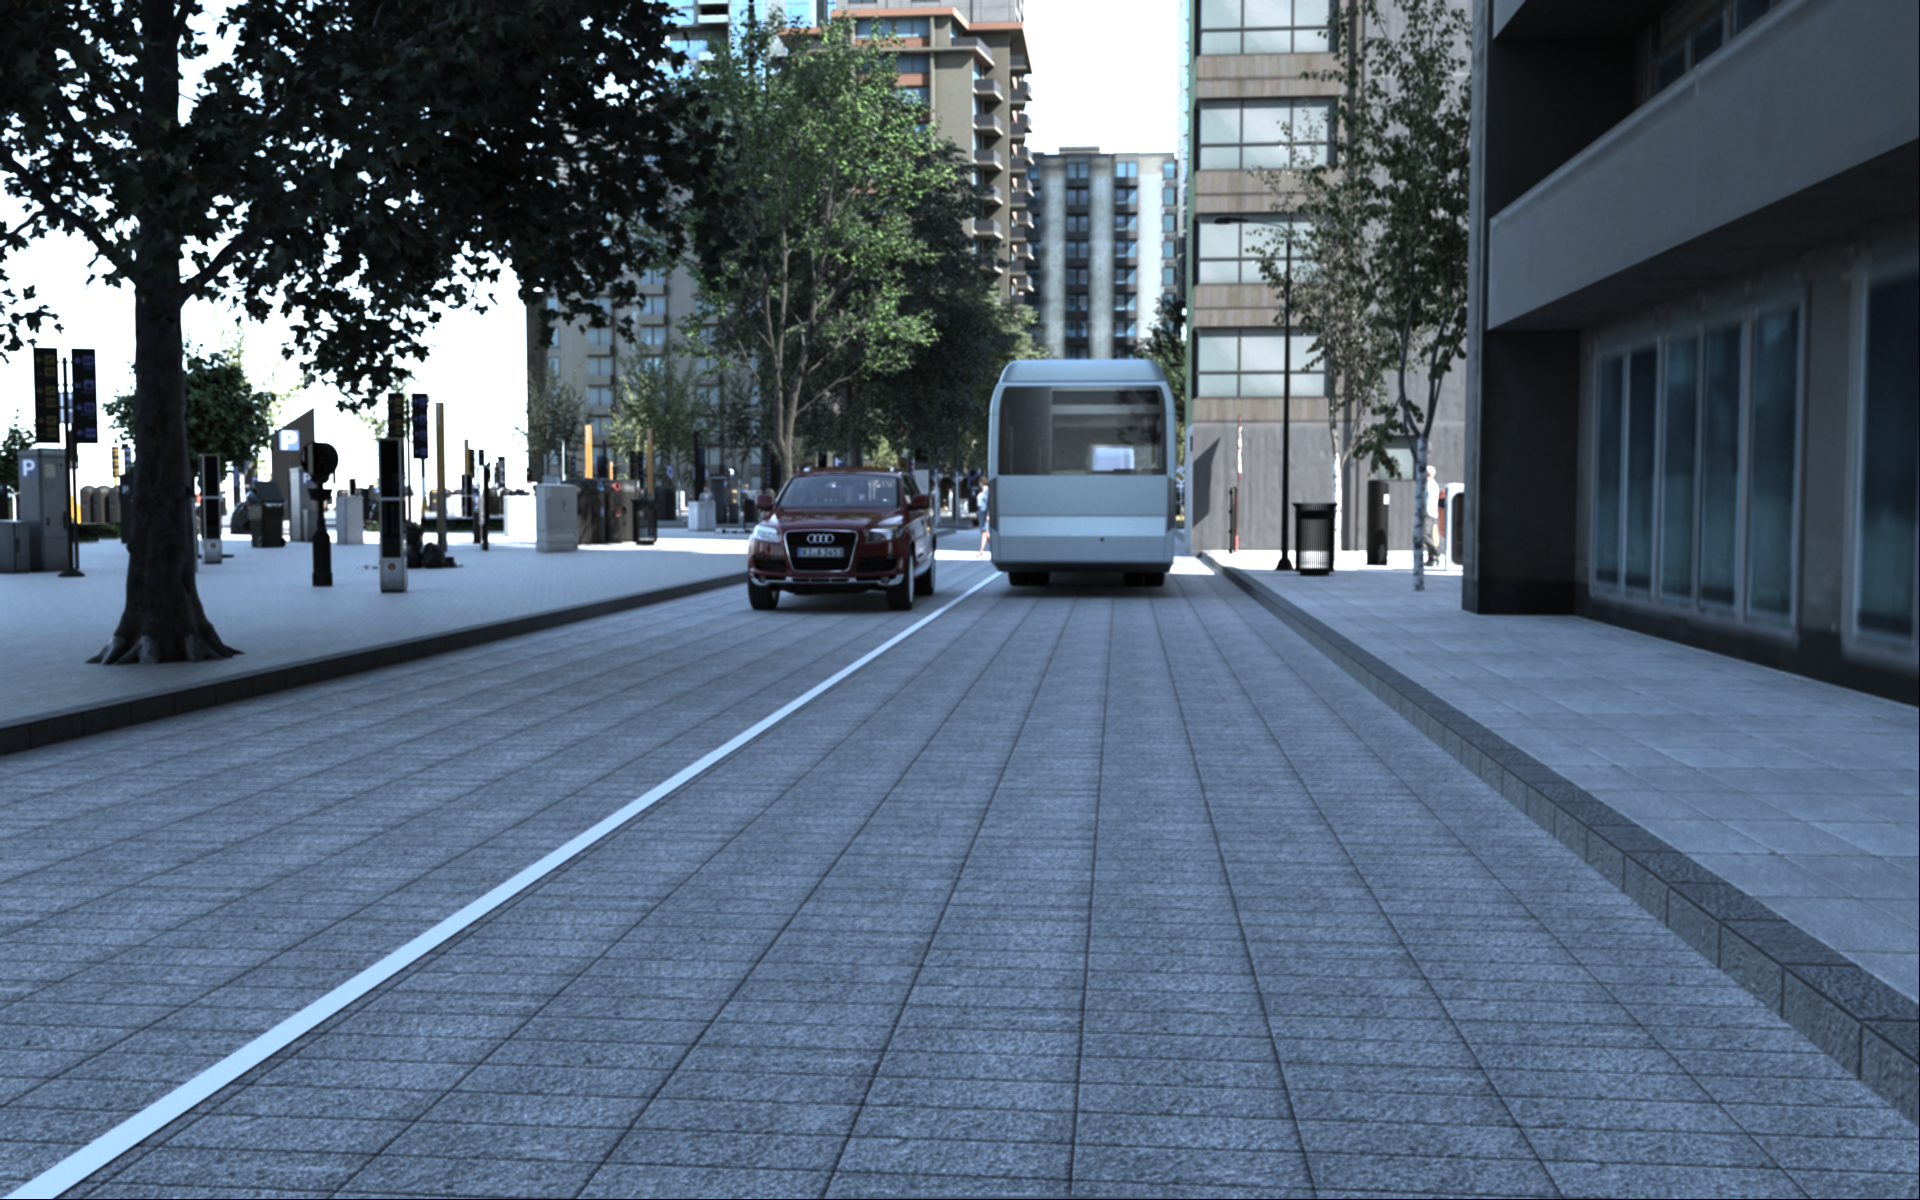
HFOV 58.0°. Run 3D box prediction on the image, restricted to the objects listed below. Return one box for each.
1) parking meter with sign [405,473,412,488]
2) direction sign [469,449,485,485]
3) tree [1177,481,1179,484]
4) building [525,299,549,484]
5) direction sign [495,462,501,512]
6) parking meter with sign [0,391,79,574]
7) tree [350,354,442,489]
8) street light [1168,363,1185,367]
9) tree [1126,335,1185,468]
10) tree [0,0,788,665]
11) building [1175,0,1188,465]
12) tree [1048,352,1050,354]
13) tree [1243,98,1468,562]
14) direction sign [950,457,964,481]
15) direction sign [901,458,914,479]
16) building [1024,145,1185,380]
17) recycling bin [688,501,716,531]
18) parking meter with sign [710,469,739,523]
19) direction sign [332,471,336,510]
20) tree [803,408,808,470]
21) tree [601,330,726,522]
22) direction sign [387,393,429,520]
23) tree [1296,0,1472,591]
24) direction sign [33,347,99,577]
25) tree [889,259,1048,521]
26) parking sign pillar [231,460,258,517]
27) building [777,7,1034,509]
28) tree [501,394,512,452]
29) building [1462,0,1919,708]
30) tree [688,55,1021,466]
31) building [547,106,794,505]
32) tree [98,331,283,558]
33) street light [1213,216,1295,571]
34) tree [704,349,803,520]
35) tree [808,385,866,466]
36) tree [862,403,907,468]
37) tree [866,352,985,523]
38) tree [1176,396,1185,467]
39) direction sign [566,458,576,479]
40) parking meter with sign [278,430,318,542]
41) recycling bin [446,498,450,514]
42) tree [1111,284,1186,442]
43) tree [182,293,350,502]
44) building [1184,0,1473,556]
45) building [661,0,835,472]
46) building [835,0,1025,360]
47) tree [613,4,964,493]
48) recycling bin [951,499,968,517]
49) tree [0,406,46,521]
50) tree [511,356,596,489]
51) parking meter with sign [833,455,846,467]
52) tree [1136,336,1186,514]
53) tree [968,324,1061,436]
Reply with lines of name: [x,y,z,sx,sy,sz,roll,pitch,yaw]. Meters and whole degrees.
parking meter with sign: [-45.395,-8.933,142.323,0.543,3.016,1.738,-3,5,-40]
direction sign: [-24.166,-5.790,86.662,0.876,3.537,0.379,-3,5,-44]
tree: [19.096,-10.832,160.809,4.285,4.588,4.351,0,3,0]
building: [-52.624,-28.804,242.650,14.107,30.474,14.160,0,4,5]
direction sign: [-32.091,-7.869,120.647,0.876,3.537,0.379,3,4,39]
parking meter with sign: [-15.220,-1.983,28.688,0.543,3.016,1.738,1,4,9]
tree: [-25.325,-7.772,77.439,4.737,8.622,4.395,0,3,0]
street light: [8.080,-5.442,61.525,1.470,5.913,1.316,0,4,5]
tree: [15.992,-14.209,138.967,9.857,13.997,8.962,0,3,0]
tree: [-6.092,-5.881,13.162,9.611,12.733,9.660,0,3,0]
building: [34.194,-54.326,200.906,22.319,86.520,31.000,0,4,5]
tree: [1.446,-10.726,93.492,7.486,12.596,7.792,0,3,0]
tree: [7.347,-5.028,32.575,4.360,8.622,3.978,0,3,0]
direction sign: [-0.185,-6.775,102.771,0.876,3.537,0.379,2,4,27]
direction sign: [-3.186,-7.209,109.862,0.379,3.537,0.876,2,4,32]
building: [16.438,-37.986,240.687,30.456,49.044,23.786,0,4,5]
recycling bin: [-8.934,-2.898,59.935,0.722,1.027,0.722,-3,4,-37]
parking meter with sign: [-10.577,-4.872,75.912,1.738,3.016,0.543,1,4,14]
direction sign: [-49.636,-8.896,137.446,0.379,3.537,0.876,-3,4,-36]
tree: [-10.566,-10.832,127.471,4.360,8.622,3.978,0,3,0]
tree: [-13.786,-7.856,78.810,4.737,8.622,4.395,0,3,0]
direction sign: [-12.339,-2.861,38.782,0.876,3.537,0.379,0,4,-5]
tree: [6.296,-4.439,22.946,4.737,8.622,4.395,0,3,0]
direction sign: [-13.841,-2.133,26.869,0.876,3.537,0.379,-1,4,-18]
tree: [-0.157,-10.105,83.344,7.486,12.596,7.792,0,3,0]
parking sign pillar: [-36.037,-6.046,87.327,1.447,3.967,1.447,2,4,23]
building: [-4.628,-30.929,160.316,22.147,44.769,28.867,0,4,5]
tree: [-23.724,-9.034,98.063,4.360,8.622,3.978,0,3,0]
building: [15.216,-23.405,6.381,21.300,48.544,21.600,0,4,5]
tree: [-2.959,-8.793,50.417,9.857,13.997,8.962,0,3,0]
building: [-34.805,-36.245,212.211,30.456,49.044,23.786,0,4,5]
tree: [-15.559,-3.140,35.049,4.285,4.588,4.351,0,3,0]
street light: [4.937,-3.458,29.088,1.470,5.913,1.316,0,4,5]
tree: [-10.798,-8.273,85.627,4.360,8.622,3.978,0,3,0]
tree: [-5.846,-8.872,95.414,4.360,8.622,3.978,0,3,0]
tree: [-5.525,-10.686,125.080,4.737,8.622,4.395,0,3,0]
tree: [-1.084,-7.717,76.535,4.360,8.622,3.978,0,3,0]
tree: [14.556,-10.261,118.123,4.737,8.622,4.395,0,3,0]
direction sign: [-23.883,-6.971,105.978,0.876,3.537,0.379,1,4,20]
parking meter with sign: [-17.775,-3.089,46.767,0.543,3.016,1.738,-3,5,-43]
recycling bin: [-33.176,-6.152,113.134,0.722,1.027,0.722,-3,4,-38]
tree: [10.645,-8.632,75.540,8.767,10.594,7.601,-1,4,-18]
tree: [-24.326,-6.650,59.096,4.737,8.622,4.395,0,3,0]
building: [12.861,-22.041,43.972,14.154,41.232,14.086,0,4,5]
building: [-29.767,-56.910,243.144,31.000,86.520,22.319,0,4,5]
building: [-1.427,-45.614,184.048,20.563,71.187,20.611,0,4,5]
tree: [-3.803,-6.838,37.552,9.928,11.665,9.643,0,3,0]
recycling bin: [-0.020,-5.054,95.183,0.722,1.027,0.722,-1,4,-23]
tree: [-20.723,-2.675,38.336,1.663,3.219,1.824,0,3,0]
tree: [-21.078,-8.644,91.695,4.360,8.622,3.978,0,3,0]
parking meter with sign: [-5.248,-4.875,75.969,0.543,3.016,1.738,0,4,-7]
tree: [14.085,-11.331,111.018,9.928,11.665,9.643,0,3,0]
tree: [4.622,-13.138,125.183,12.009,13.543,11.850,0,3,0]
